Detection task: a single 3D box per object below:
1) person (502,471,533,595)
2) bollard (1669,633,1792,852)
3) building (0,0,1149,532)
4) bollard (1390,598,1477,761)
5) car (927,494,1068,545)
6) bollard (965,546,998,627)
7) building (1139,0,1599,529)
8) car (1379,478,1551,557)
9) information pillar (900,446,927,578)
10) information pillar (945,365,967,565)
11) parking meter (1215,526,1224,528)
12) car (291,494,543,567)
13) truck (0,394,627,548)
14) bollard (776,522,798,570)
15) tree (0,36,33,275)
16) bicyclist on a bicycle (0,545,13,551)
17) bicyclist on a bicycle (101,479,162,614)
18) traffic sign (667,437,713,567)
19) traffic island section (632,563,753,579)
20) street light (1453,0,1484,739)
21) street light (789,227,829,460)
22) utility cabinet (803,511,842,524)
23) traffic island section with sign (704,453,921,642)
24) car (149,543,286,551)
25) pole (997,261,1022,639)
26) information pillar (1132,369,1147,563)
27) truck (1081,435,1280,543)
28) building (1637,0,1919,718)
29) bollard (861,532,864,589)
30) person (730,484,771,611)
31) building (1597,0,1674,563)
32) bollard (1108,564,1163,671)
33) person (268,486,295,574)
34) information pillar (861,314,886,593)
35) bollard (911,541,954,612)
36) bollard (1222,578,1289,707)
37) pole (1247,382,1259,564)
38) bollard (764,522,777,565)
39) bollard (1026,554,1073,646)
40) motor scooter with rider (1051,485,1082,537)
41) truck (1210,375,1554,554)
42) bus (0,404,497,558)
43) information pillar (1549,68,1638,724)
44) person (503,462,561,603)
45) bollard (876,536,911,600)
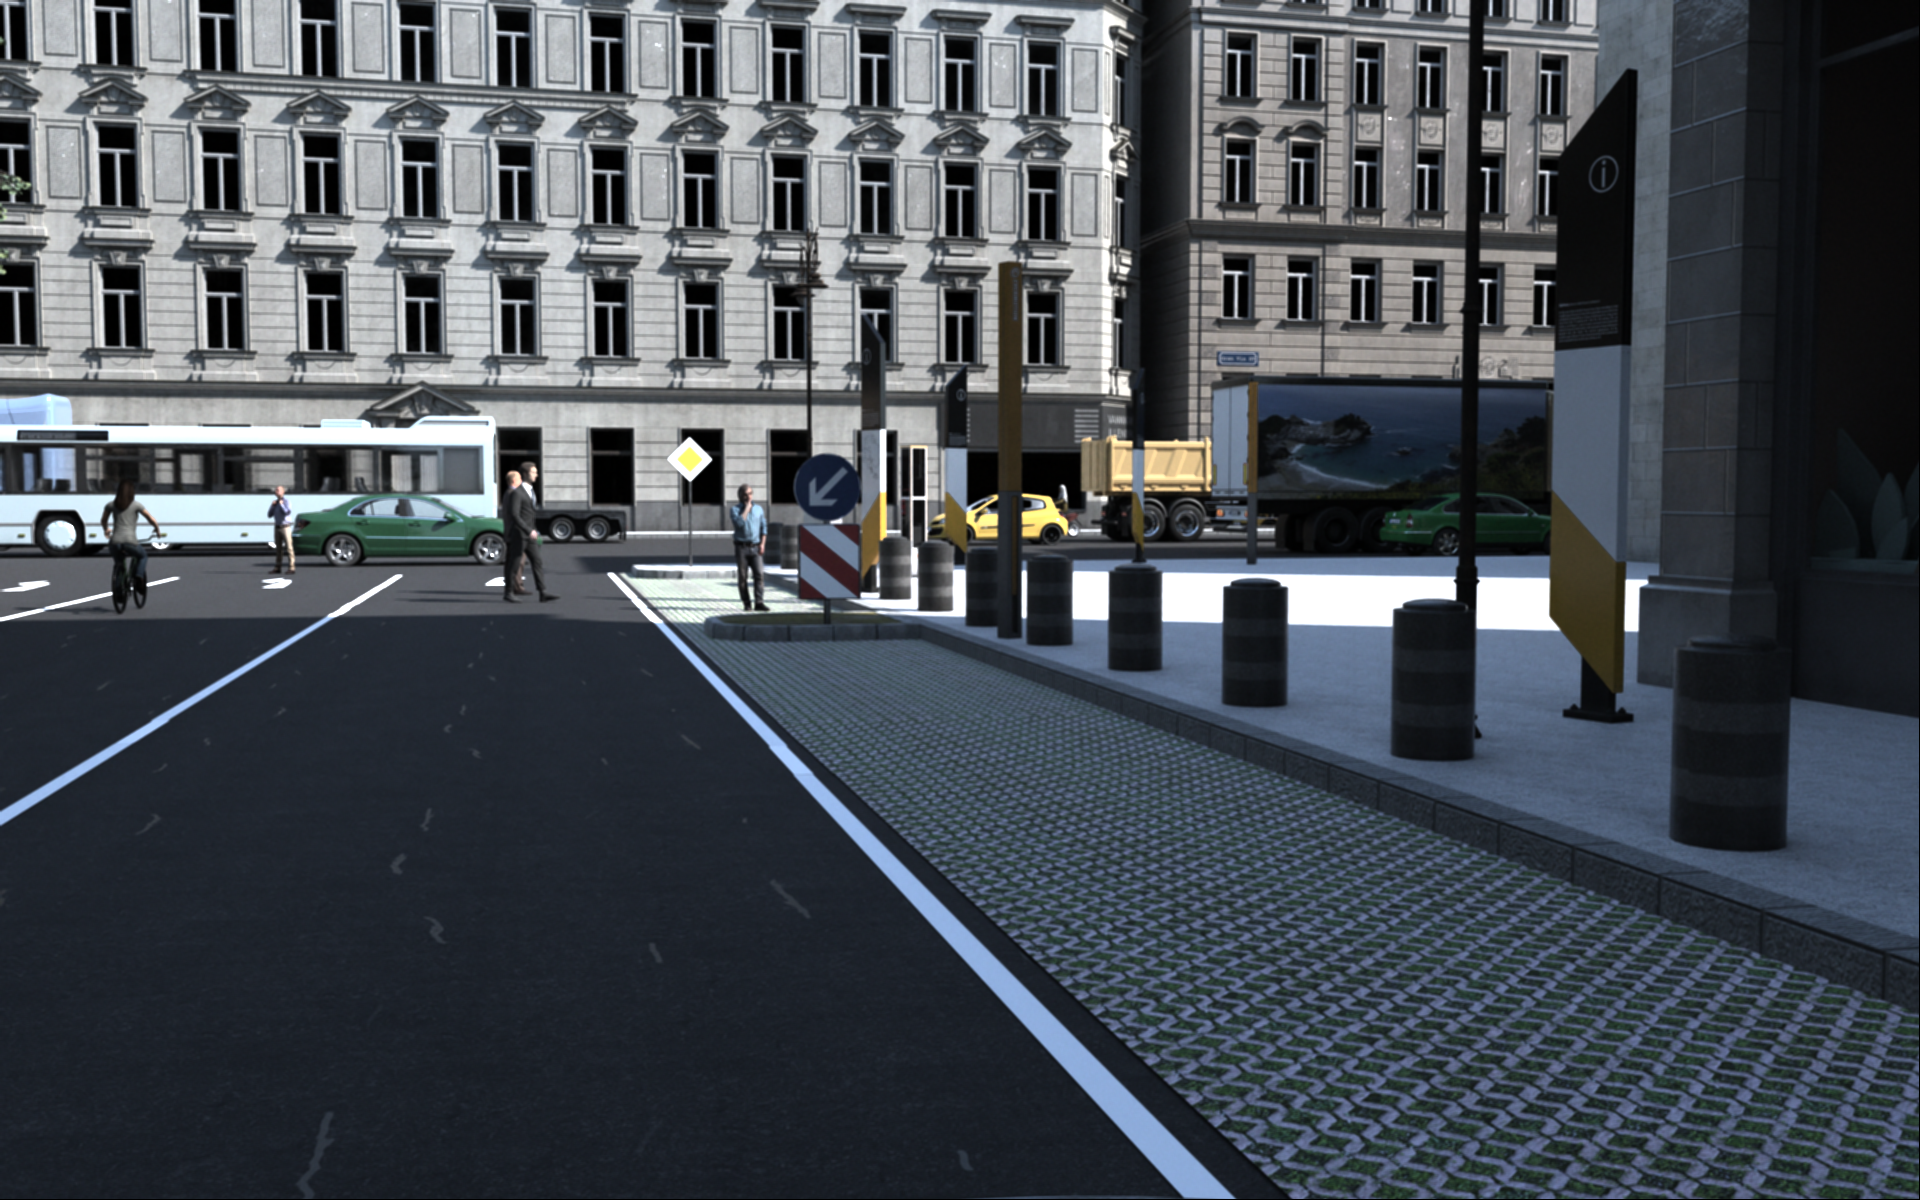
[{"bbox_3d":[-6.340,-0.965,24.832,0.434,1.755,0.990,-2,4,-29],"label":"person"},{"bbox_3d":[2.839,0.510,6.385,0.404,0.777,0.398,0,3,0],"label":"bollard"},{"bbox_3d":[-15.447,-17.621,64.522,44.131,29.872,17.030,-1,4,-14],"label":"building"},{"bbox_3d":[2.320,0.381,8.488,0.404,0.777,0.398,0,3,0],"label":"bollard"},{"bbox_3d":[1.041,-2.380,49.131,3.980,1.641,2.015,-1,4,-14],"label":"car"},{"bbox_3d":[0.251,-0.134,16.909,0.404,0.777,0.398,0,3,0],"label":"bollard"},{"bbox_3d":[18.700,-16.723,70.691,25.104,27.353,12.463,-1,4,-14],"label":"building"},{"bbox_3d":[12.056,-1.898,39.820,4.718,1.807,1.959,-1,4,-12],"label":"car"},{"bbox_3d":[-0.710,-1.354,26.625,0.304,2.012,0.304,-2,4,-34],"label":"information pillar"},{"bbox_3d":[-0.061,-2.441,31.270,0.504,3.616,0.183,-3,5,-43],"label":"information pillar"},{"bbox_3d":[9.268,-3.262,61.752,0.372,1.533,0.369,0,3,0],"label":"parking meter"},{"bbox_3d":[-11.026,-1.434,35.240,4.920,1.459,2.131,-1,4,-13],"label":"car"},{"bbox_3d":[-19.069,-3.625,49.027,18.799,4.110,2.967,-1,4,-16],"label":"truck"},{"bbox_3d":[-2.860,-0.907,29.540,0.404,0.777,0.398,0,3,0],"label":"bollard"},{"bbox_3d":[-15.647,-6.779,19.954,9.857,13.997,8.962,0,3,0],"label":"tree"},{"bbox_3d":[-24.694,-2.053,43.594,1.625,1.676,1.499,-1,4,-13],"label":"bicyclist on a bicycle"},{"bbox_3d":[-10.161,-0.681,21.161,1.499,1.676,1.625,-1,4,-13],"label":"bicyclist on a bicycle"},{"bbox_3d":[-4.731,-1.634,30.360,0.795,2.450,0.064,-1,4,-14],"label":"traffic sign"},{"bbox_3d":[-4.710,-0.499,30.442,2.009,0.180,2.903,-1,4,-14],"label":"traffic island section"},{"bbox_3d":[2.666,-2.214,8.983,0.468,5.910,1.993,-1,4,-14],"label":"street light"},{"bbox_3d":[-2.636,-3.516,30.281,0.468,5.910,1.993,-1,4,-14],"label":"street light"},{"bbox_3d":[-2.111,-0.949,26.672,0.306,1.237,1.020,-2,4,-24],"label":"utility cabinet"},{"bbox_3d":[-1.576,-0.553,17.671,1.989,1.847,2.006,-1,4,-14],"label":"traffic island section with sign"},{"bbox_3d":[-19.053,-1.994,44.602,4.499,1.417,2.014,-1,4,-13],"label":"car"},{"bbox_3d":[0.443,-1.315,15.342,0.158,3.312,0.155,0,3,0],"label":"pole"},{"bbox_3d":[3.324,-2.502,32.254,0.183,3.616,0.504,1,4,23],"label":"information pillar"},{"bbox_3d":[8.697,-3.486,52.922,9.791,3.379,3.469,-1,4,-14],"label":"truck"},{"bbox_3d":[9.227,-9.784,10.878,10.553,20.767,40.483,-1,4,-14],"label":"building"},{"bbox_3d":[-1.308,-0.521,23.229,0.404,0.777,0.398,0,3,0],"label":"bollard"},{"bbox_3d":[-2.552,-0.637,21.134,0.499,1.552,0.429,0,4,-3],"label":"person"},{"bbox_3d":[21.819,-10.760,30.686,16.860,20.320,10.420,-1,4,-14],"label":"building"},{"bbox_3d":[1.286,0.123,12.702,0.404,0.777,0.398,0,3,0],"label":"bollard"},{"bbox_3d":[-12.201,-1.259,31.150,0.516,1.574,0.319,2,4,28],"label":"person"},{"bbox_3d":[-1.126,-1.899,22.409,0.183,3.616,0.504,-2,4,-34],"label":"information pillar"},{"bbox_3d":[-0.267,-0.263,19.020,0.404,0.777,0.398,0,3,0],"label":"bollard"},{"bbox_3d":[1.804,0.252,10.592,0.404,0.777,0.398,0,3,0],"label":"bollard"},{"bbox_3d":[5.331,-2.305,31.535,0.158,3.312,0.155,0,3,0],"label":"pole"},{"bbox_3d":[-3.380,-1.036,31.654,0.404,0.777,0.398,0,3,0],"label":"bollard"},{"bbox_3d":[0.768,-0.005,14.806,0.404,0.777,0.398,0,3,0],"label":"bollard"},{"bbox_3d":[3.158,-3.006,58.114,1.986,1.779,0.876,-1,4,-12],"label":"motor scooter with rider"},{"bbox_3d":[11.962,-3.327,43.308,11.283,4.237,2.839,-1,4,-14],"label":"truck"},{"bbox_3d":[-17.753,-2.799,40.629,13.247,3.499,2.948,-1,4,-14],"label":"bus"},{"bbox_3d":[3.593,-1.130,9.830,0.183,3.616,0.504,-2,4,-29],"label":"information pillar"},{"bbox_3d":[-5.678,-0.892,22.860,0.755,1.850,0.659,1,4,12],"label":"person"},{"bbox_3d":[-0.788,-0.392,21.126,0.404,0.777,0.398,0,3,0],"label":"bollard"}]
